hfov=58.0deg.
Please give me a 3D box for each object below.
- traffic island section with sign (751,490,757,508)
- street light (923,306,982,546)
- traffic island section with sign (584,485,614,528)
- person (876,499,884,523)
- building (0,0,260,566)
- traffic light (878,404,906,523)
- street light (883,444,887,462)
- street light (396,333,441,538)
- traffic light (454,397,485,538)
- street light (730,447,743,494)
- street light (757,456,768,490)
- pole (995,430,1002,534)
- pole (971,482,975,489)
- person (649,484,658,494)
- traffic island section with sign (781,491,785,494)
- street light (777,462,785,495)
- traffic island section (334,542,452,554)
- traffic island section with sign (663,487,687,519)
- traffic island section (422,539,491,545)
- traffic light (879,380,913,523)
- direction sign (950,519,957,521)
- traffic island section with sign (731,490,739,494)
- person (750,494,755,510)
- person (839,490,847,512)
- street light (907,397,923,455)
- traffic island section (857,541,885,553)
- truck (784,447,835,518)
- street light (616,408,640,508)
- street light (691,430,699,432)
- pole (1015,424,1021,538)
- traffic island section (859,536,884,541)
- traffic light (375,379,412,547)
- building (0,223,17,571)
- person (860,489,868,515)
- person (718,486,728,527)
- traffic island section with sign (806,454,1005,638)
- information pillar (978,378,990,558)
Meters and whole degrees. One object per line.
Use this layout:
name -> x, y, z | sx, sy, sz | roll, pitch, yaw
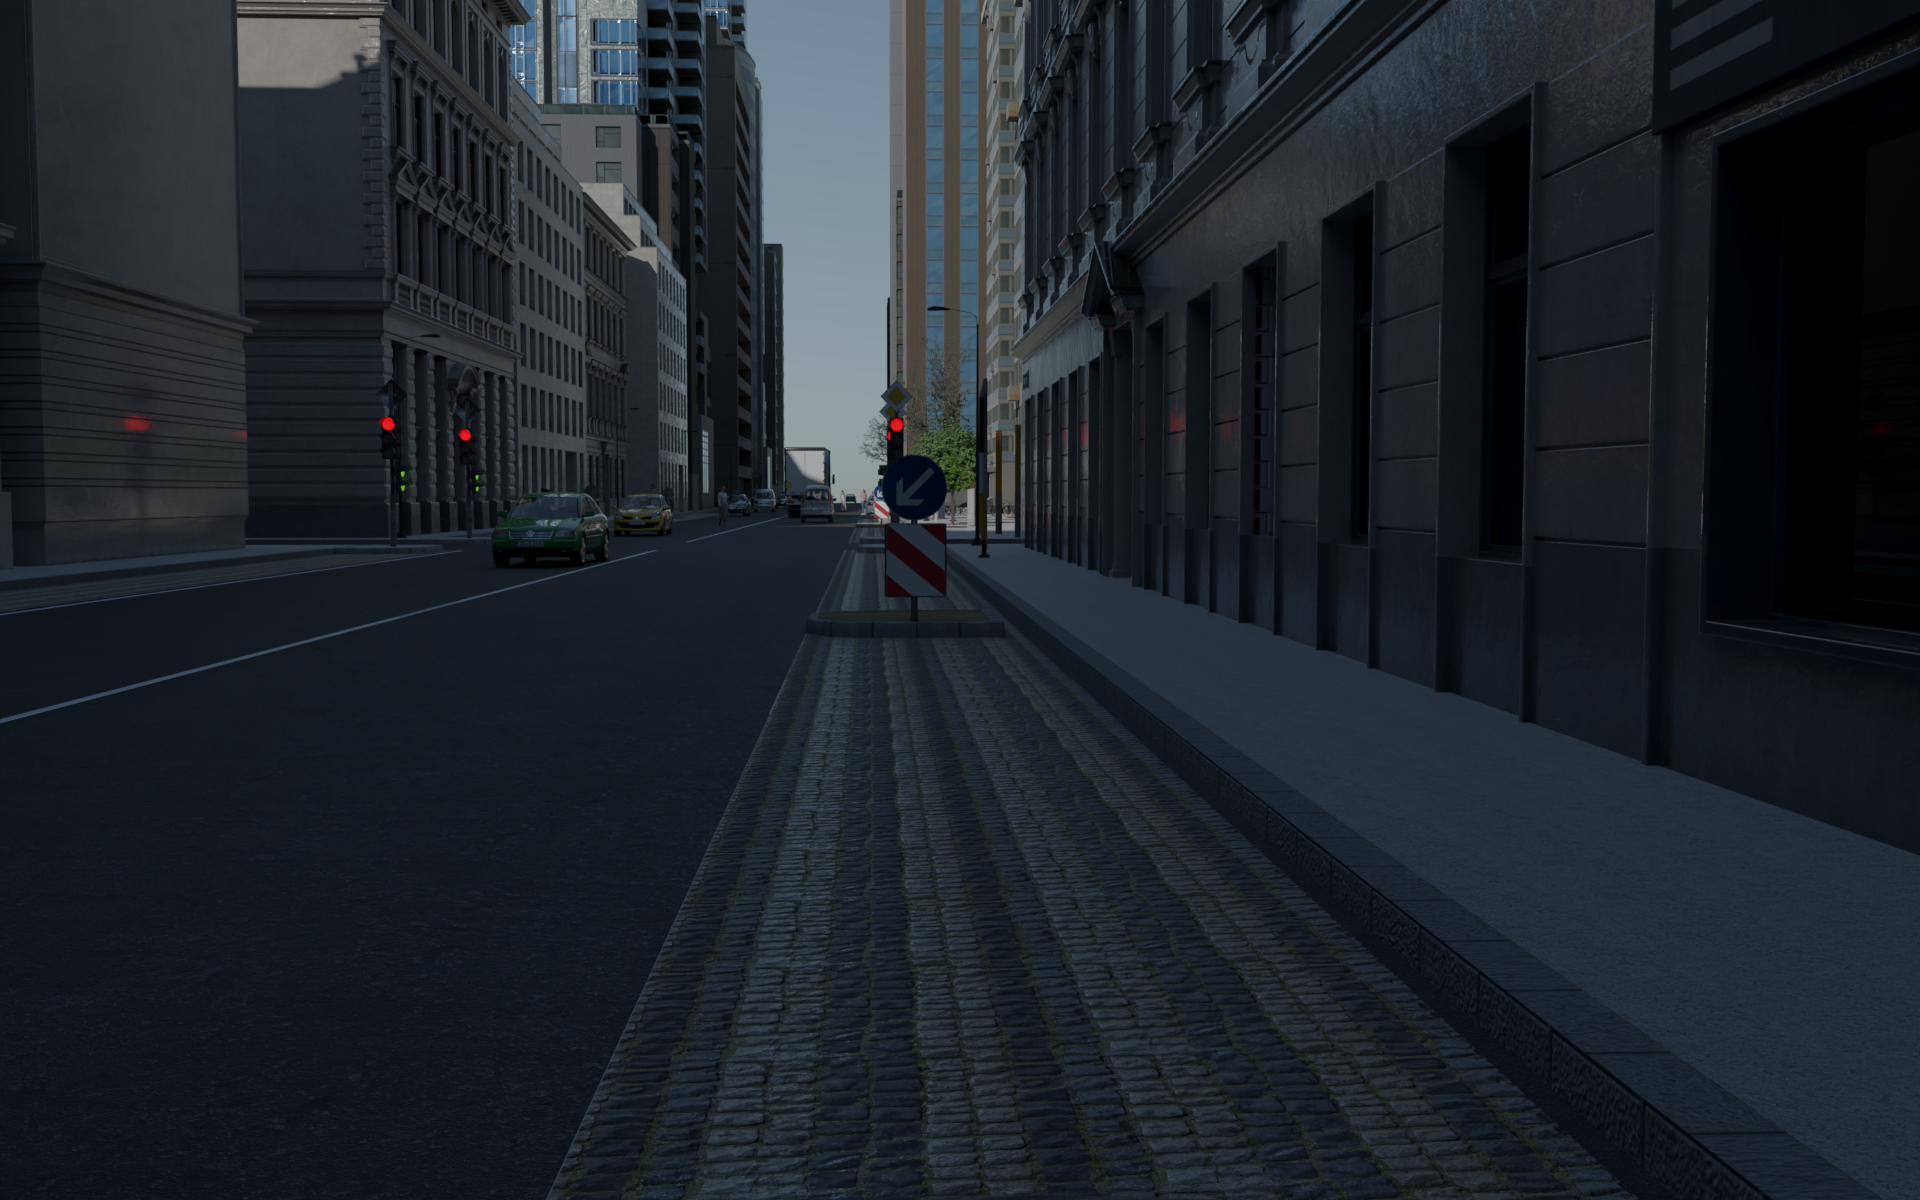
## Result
traffic island section with sign -> -20.789, -10.310, 177.189 | 1.989, 1.847, 2.006 | 0, 4, -3
street light -> -0.106, -4.305, 42.935 | 1.470, 5.913, 1.316 | 0, 4, -3
traffic island section with sign -> -15.425, -3.909, 72.544 | 1.989, 1.847, 2.006 | 0, 4, -3
person -> -3.823, -4.591, 83.903 | 0.444, 1.785, 0.601 | -3, 5, -42
building -> -26.280, -12.138, 34.612 | 21.152, 22.565, 11.583 | 0, 4, -3
traffic light -> -1.993, -3.788, 50.848 | 0.839, 4.253, 0.868 | 0, 4, -3
street light -> -6.068, -11.429, 159.404 | 1.470, 5.913, 1.316 | 0, 4, -3
street light -> -15.716, -4.750, 50.204 | 1.470, 5.913, 1.316 | 0, 4, -3
traffic light -> -14.238, -3.748, 50.207 | 0.839, 4.253, 0.868 | 0, 4, -3
street light -> -21.843, -12.029, 169.214 | 1.470, 5.913, 1.316 | 0, 4, -3
street light -> -23.916, -14.494, 209.514 | 1.470, 5.913, 1.316 | 0, 4, -3
pole -> 1.240, -3.764, 55.382 | 0.158, 3.312, 0.155 | 0, 3, 0
pole -> 0.651, -5.524, 84.153 | 0.158, 3.312, 0.155 | 0, 3, 0
person -> -11.750, -3.532, 66.366 | 0.853, 1.813, 0.709 | -2, 4, -25
traffic island section with sign -> -23.599, -13.670, 232.125 | 1.989, 1.847, 2.006 | 0, 4, -3
street light -> -26.070, -17.136, 252.712 | 1.470, 5.913, 1.316 | 0, 4, -3
traffic island section -> -13.870, -1.228, 42.364 | 2.009, 0.180, 2.903 | 0, 4, -3
traffic island section with sign -> -16.839, -5.597, 100.134 | 1.989, 1.847, 2.006 | 0, 4, -3
traffic island section -> -14.278, -1.716, 50.339 | 2.009, 0.180, 2.903 | 0, 4, -3
traffic light -> -1.585, -3.300, 42.873 | 0.839, 4.253, 0.868 | 0, 4, -3
direction sign -> -0.324, -5.466, 81.362 | 0.876, 3.537, 0.379 | 3, 5, 41
traffic island section with sign -> -19.386, -8.633, 149.783 | 1.989, 1.847, 2.006 | 0, 4, -3
person -> -18.830, -8.941, 157.951 | 1.065, 1.426, 0.557 | -3, 5, -40
person -> -9.300, -7.833, 137.232 | 0.621, 1.740, 0.551 | 0, 4, 1
street light -> -2.133, -6.699, 82.066 | 1.470, 5.913, 1.316 | 0, 4, -3
traffic island section -> -1.544, -1.267, 42.989 | 2.009, 0.180, 2.903 | 0, 4, -3
truck -> -9.445, -7.337, 108.865 | 2.839, 4.237, 11.283 | 0, 4, -2
street light -> -17.868, -7.373, 93.086 | 1.470, 5.913, 1.316 | 0, 4, -3
street light -> -19.730, -9.415, 126.474 | 1.470, 5.913, 1.316 | 0, 4, -3
pole -> 1.701, -3.486, 50.845 | 0.158, 3.312, 0.155 | 0, 3, 0
traffic island section -> -1.953, -1.754, 50.964 | 2.009, 0.180, 2.903 | 0, 4, -3
traffic light -> -13.829, -3.261, 42.232 | 0.839, 4.253, 0.868 | 0, 4, -3
building -> -21.741, -14.055, 17.186 | 14.401, 28.519, 23.554 | 0, 4, -3
person -> -6.576, -6.791, 120.125 | 0.593, 1.750, 0.643 | -3, 5, -42
person -> -10.414, -4.107, 75.877 | 0.478, 1.798, 0.641 | -2, 4, -25
traffic island section with sign -> -0.597, -0.578, 18.079 | 1.989, 1.847, 2.006 | 0, 4, -3
information pillar -> 0.472, -2.660, 34.846 | 0.183, 3.616, 0.504 | 1, 4, 11
